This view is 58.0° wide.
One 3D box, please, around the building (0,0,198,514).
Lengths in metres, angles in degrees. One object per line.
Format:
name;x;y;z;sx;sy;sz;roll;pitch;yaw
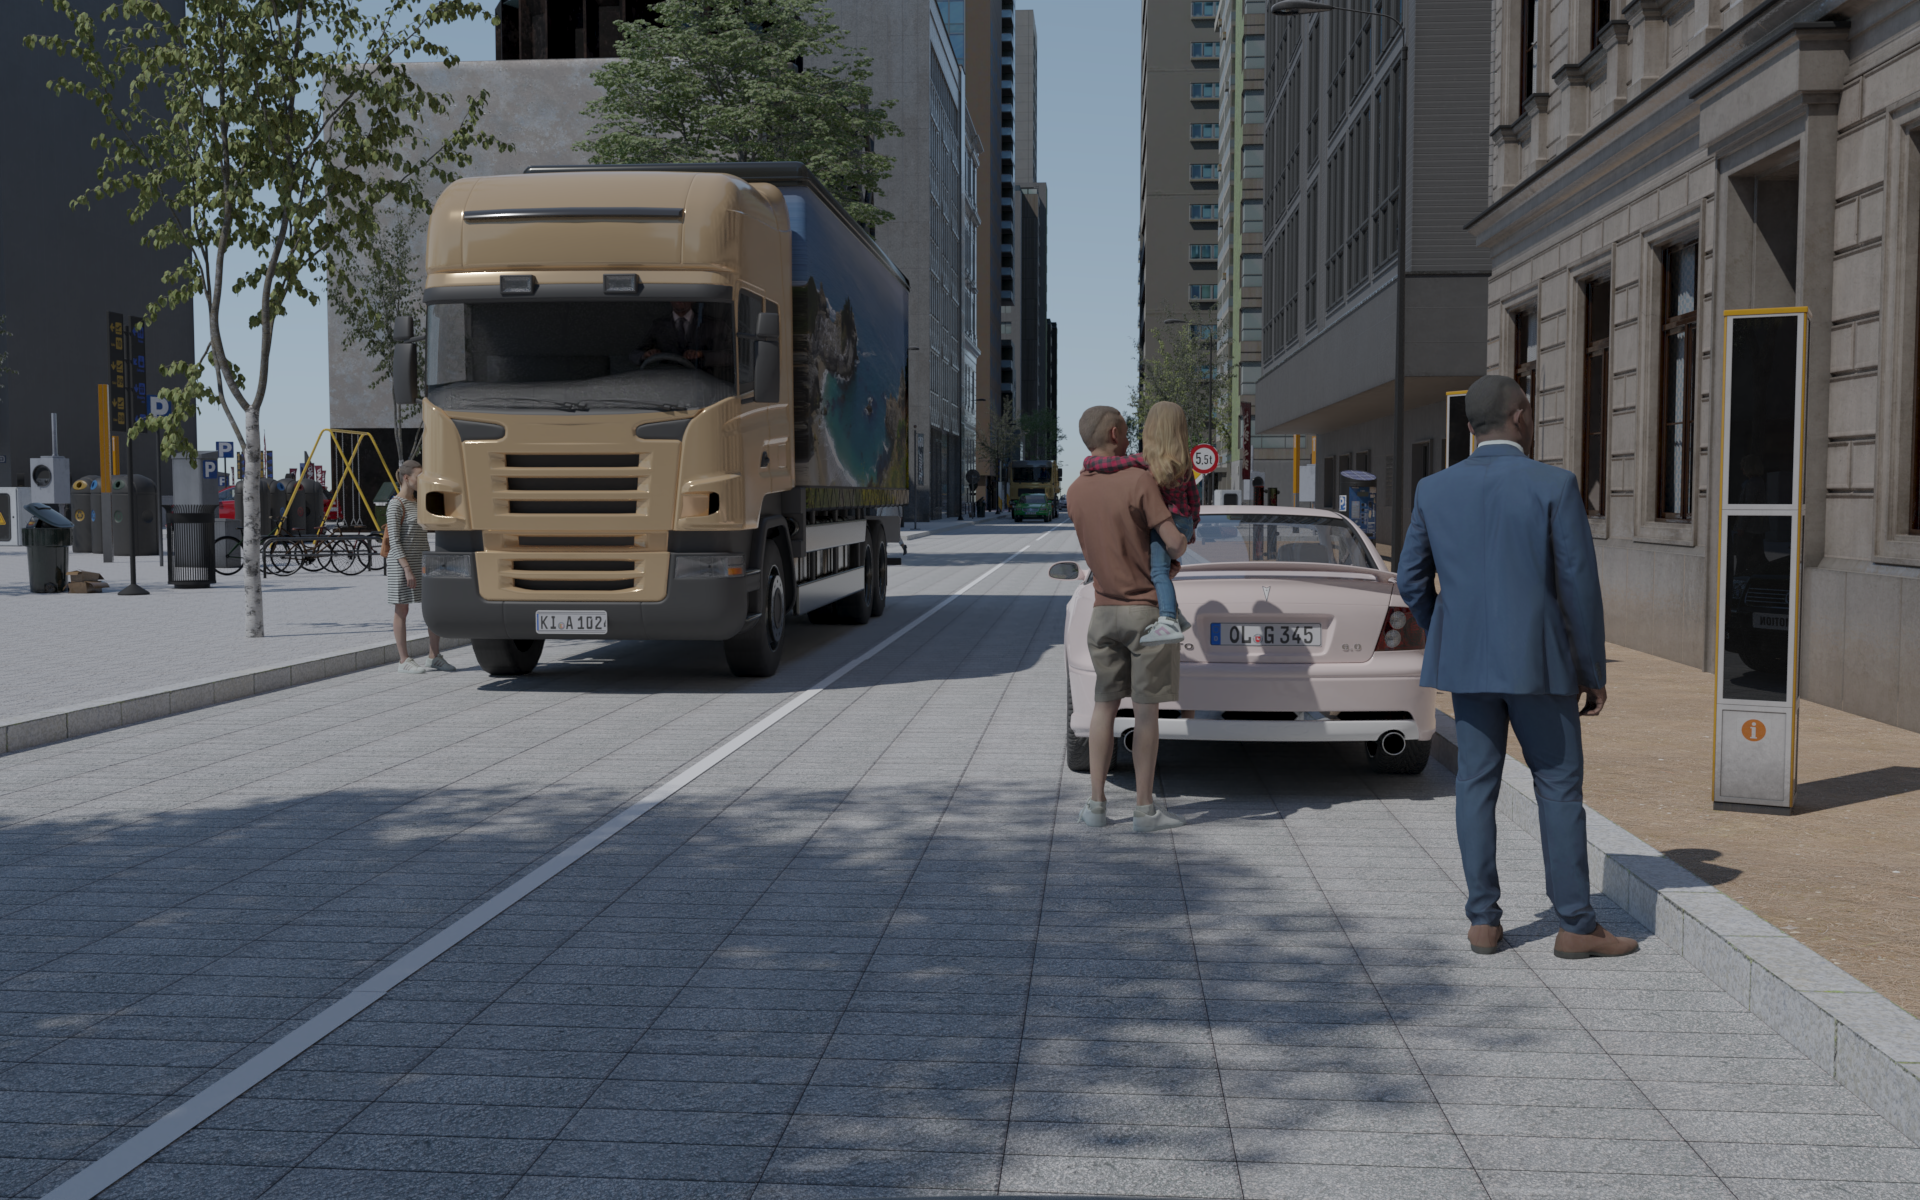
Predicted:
building;-44.393;-16.663;65.953;24.014;27.812;14.314;0;4;5

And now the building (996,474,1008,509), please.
building;-11.401;-28.442;156.905;32.217;40.220;23.993;0;4;5

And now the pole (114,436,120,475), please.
pole;-29.698;-4.107;60.998;0.158;3.312;0.155;0;3;0

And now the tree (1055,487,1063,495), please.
tree;14.644;-16.288;260.910;1.663;3.219;1.824;0;3;0

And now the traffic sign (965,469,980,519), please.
traffic sign;0.644;-5.424;88.794;0.768;2.556;0.104;1;4;14

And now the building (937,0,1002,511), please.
building;-4.042;-29.780;137.008;14.600;45.320;14.200;0;4;5

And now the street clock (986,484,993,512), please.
street clock;2.122;-7.250;123.113;0.471;2.002;0.358;0;4;6

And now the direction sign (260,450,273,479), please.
direction sign;-36.075;-5.993;89.989;0.876;3.537;0.379;1;4;11

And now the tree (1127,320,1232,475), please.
tree;9.047;-7.532;73.513;4.737;8.622;4.395;0;3;0

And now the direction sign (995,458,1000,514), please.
direction sign;2.380;-7.165;109.137;0.379;3.537;0.876;1;4;17

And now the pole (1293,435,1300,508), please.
pole;11.019;-3.846;56.728;0.158;3.312;0.155;0;3;0

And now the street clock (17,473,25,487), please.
street clock;-32.237;-3.359;59.490;0.358;2.002;0.471;-2;4;-28

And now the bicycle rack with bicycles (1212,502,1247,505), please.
bicycle rack with bicycles;11.528;-3.738;74.506;2.925;0.926;2.852;-2;4;-27

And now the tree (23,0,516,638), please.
tree;-6.278;-3.984;15.502;4.737;8.622;4.395;0;3;0

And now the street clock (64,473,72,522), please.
street clock;-30.212;-3.306;58.620;0.358;2.002;0.471;-3;5;-43

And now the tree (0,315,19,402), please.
tree;-27.459;-5.842;45.872;4.360;8.622;3.978;0;3;0

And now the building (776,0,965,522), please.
building;-6.544;-16.541;88.464;12.078;24.808;19.932;0;4;5

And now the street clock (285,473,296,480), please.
street clock;-23.316;-3.411;60.333;0.358;2.002;0.471;0;4;-3

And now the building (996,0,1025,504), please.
building;-3.965;-53.230;182.974;22.319;86.520;31.000;0;4;5

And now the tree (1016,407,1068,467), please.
tree;8.978;-17.125;205.753;9.928;11.665;9.643;0;3;0

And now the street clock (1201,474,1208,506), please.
street clock;8.197;-3.247;57.655;0.358;2.002;0.471;0;4;-3

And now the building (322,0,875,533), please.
building;-11.763;-12.045;64.393;16.820;18.784;16.811;0;4;5

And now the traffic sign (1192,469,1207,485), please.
traffic sign;6.254;-2.599;46.131;0.795;2.450;0.064;0;4;5

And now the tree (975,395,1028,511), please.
tree;2.975;-10.870;128.093;4.360;8.622;3.978;0;3;0

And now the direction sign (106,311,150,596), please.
direction sign;-10.522;-1.832;21.949;0.379;3.537;0.876;0;4;2

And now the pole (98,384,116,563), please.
pole;-15.941;-2.354;32.329;0.158;3.312;0.155;0;3;0

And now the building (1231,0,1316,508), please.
building;20.775;-24.674;87.022;14.154;41.232;14.086;0;4;5

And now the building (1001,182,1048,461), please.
building;3.885;-32.891;221.355;14.154;41.232;14.086;0;4;5

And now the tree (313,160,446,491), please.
tree;-12.108;-5.372;38.187;4.360;8.622;3.978;0;3;0

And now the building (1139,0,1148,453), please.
building;25.587;-31.616;140.619;21.300;48.544;21.600;0;4;5

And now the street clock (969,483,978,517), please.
street clock;0.744;-5.607;96.237;0.471;2.002;0.358;-1;4;-15

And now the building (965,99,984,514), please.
building;-5.842;-19.721;108.343;13.634;28.700;20.117;0;4;5

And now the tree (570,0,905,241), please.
tree;-4.597;-7.157;35.137;7.486;12.596;7.792;0;3;0

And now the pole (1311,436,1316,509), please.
pole;12.530;-4.123;61.255;0.158;3.312;0.155;0;3;0

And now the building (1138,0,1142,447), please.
building;30.019;-39.484;187.566;21.231;58.520;28.212;0;4;5

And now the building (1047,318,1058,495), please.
building;8.561;-31.121;280.530;14.160;30.474;14.107;0;4;5

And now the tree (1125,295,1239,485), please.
tree;8.321;-6.915;63.428;4.360;8.622;3.978;0;3;0

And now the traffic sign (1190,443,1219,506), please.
traffic sign;6.154;-2.667;43.707;0.768;2.556;0.104;1;4;14

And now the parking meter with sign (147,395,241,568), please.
parking meter with sign;-13.376;-2.081;30.289;1.738;3.016;0.543;1;4;22

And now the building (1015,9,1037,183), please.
building;3.443;-50.402;262.327;20.563;71.187;20.611;0;4;5

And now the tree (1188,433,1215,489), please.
tree;11.055;-6.155;84.354;4.285;4.588;4.351;0;3;0

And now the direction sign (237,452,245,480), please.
direction sign;-38.273;-6.131;92.244;0.876;3.537;0.379;3;5;42

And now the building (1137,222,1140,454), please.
building;38.967;-39.804;270.402;23.786;49.044;30.456;0;4;5

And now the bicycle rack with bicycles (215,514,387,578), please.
bicycle rack with bicycles;-10.387;-0.867;27.562;2.925;0.926;2.852;-2;4;-25

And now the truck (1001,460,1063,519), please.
truck;4.400;-6.458;101.514;3.469;3.379;9.791;0;4;5

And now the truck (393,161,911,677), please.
truck;-2.325;-1.719;17.012;2.839;4.237;11.283;0;4;5

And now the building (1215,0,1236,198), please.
building;29.961;-25.886;115.122;32.217;40.220;23.993;0;4;5

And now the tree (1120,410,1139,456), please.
tree;21.373;-17.628;213.968;9.928;11.665;9.643;0;3;0
